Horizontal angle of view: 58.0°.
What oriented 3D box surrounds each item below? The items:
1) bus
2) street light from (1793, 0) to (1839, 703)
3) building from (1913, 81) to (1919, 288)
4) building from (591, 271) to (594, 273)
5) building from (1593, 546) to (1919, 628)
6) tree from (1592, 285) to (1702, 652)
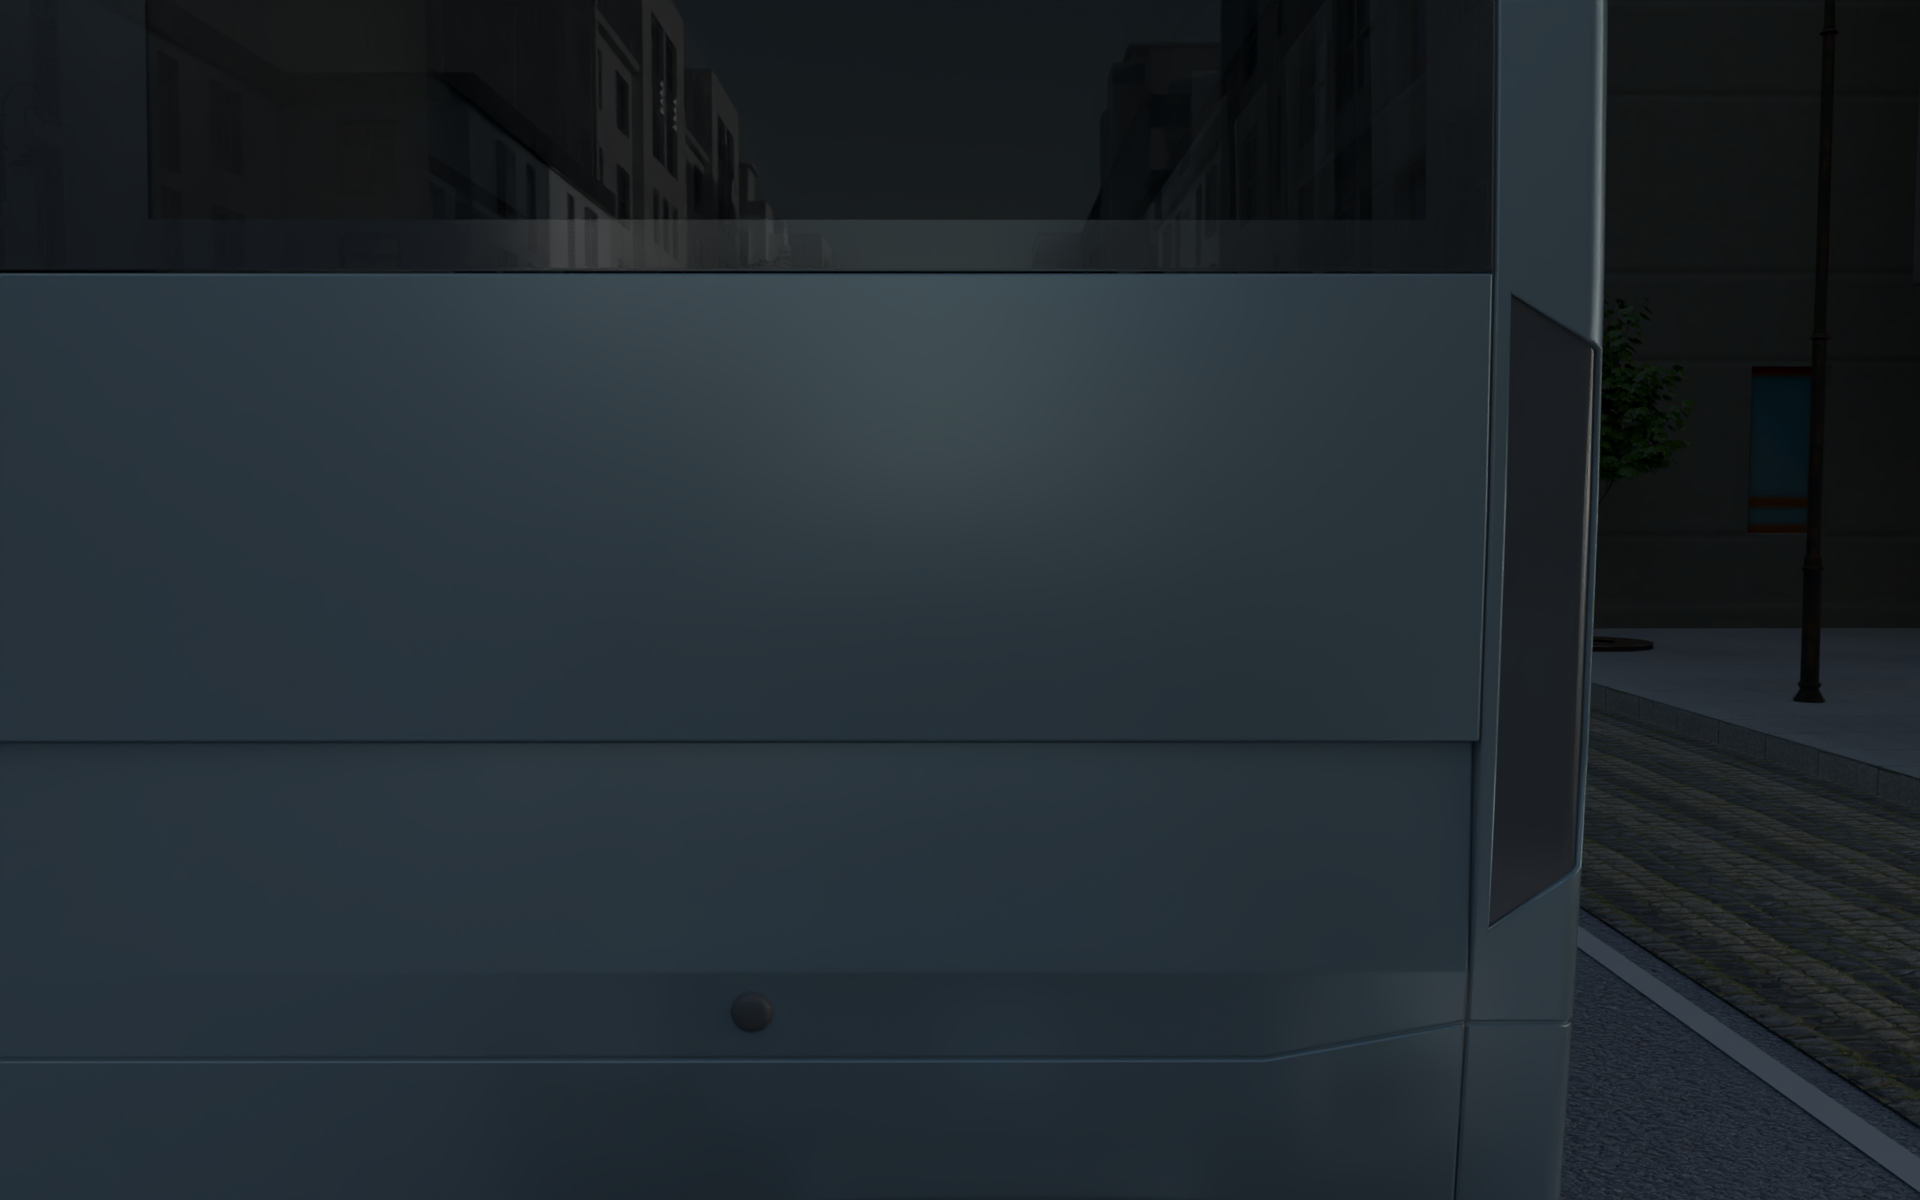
[{"bbox_3d":[-0.547,-0.841,8.618,2.948,3.499,13.247,0,4,0],"label":"bus"},{"bbox_3d":[5.252,-2.309,10.534,0.468,5.910,1.993,0,4,0],"label":"street light"},{"bbox_3d":[13.673,-19.842,8.020,14.154,41.232,14.086,0,4,0],"label":"building"},{"bbox_3d":[-24.798,-31.765,61.356,28.212,58.520,21.231,0,4,0],"label":"building"},{"bbox_3d":[18.828,-11.337,30.395,27.650,21.520,28.899,0,4,0],"label":"building"},{"bbox_3d":[5.146,-1.214,14.454,1.663,3.219,1.824,0,3,0],"label":"tree"}]
